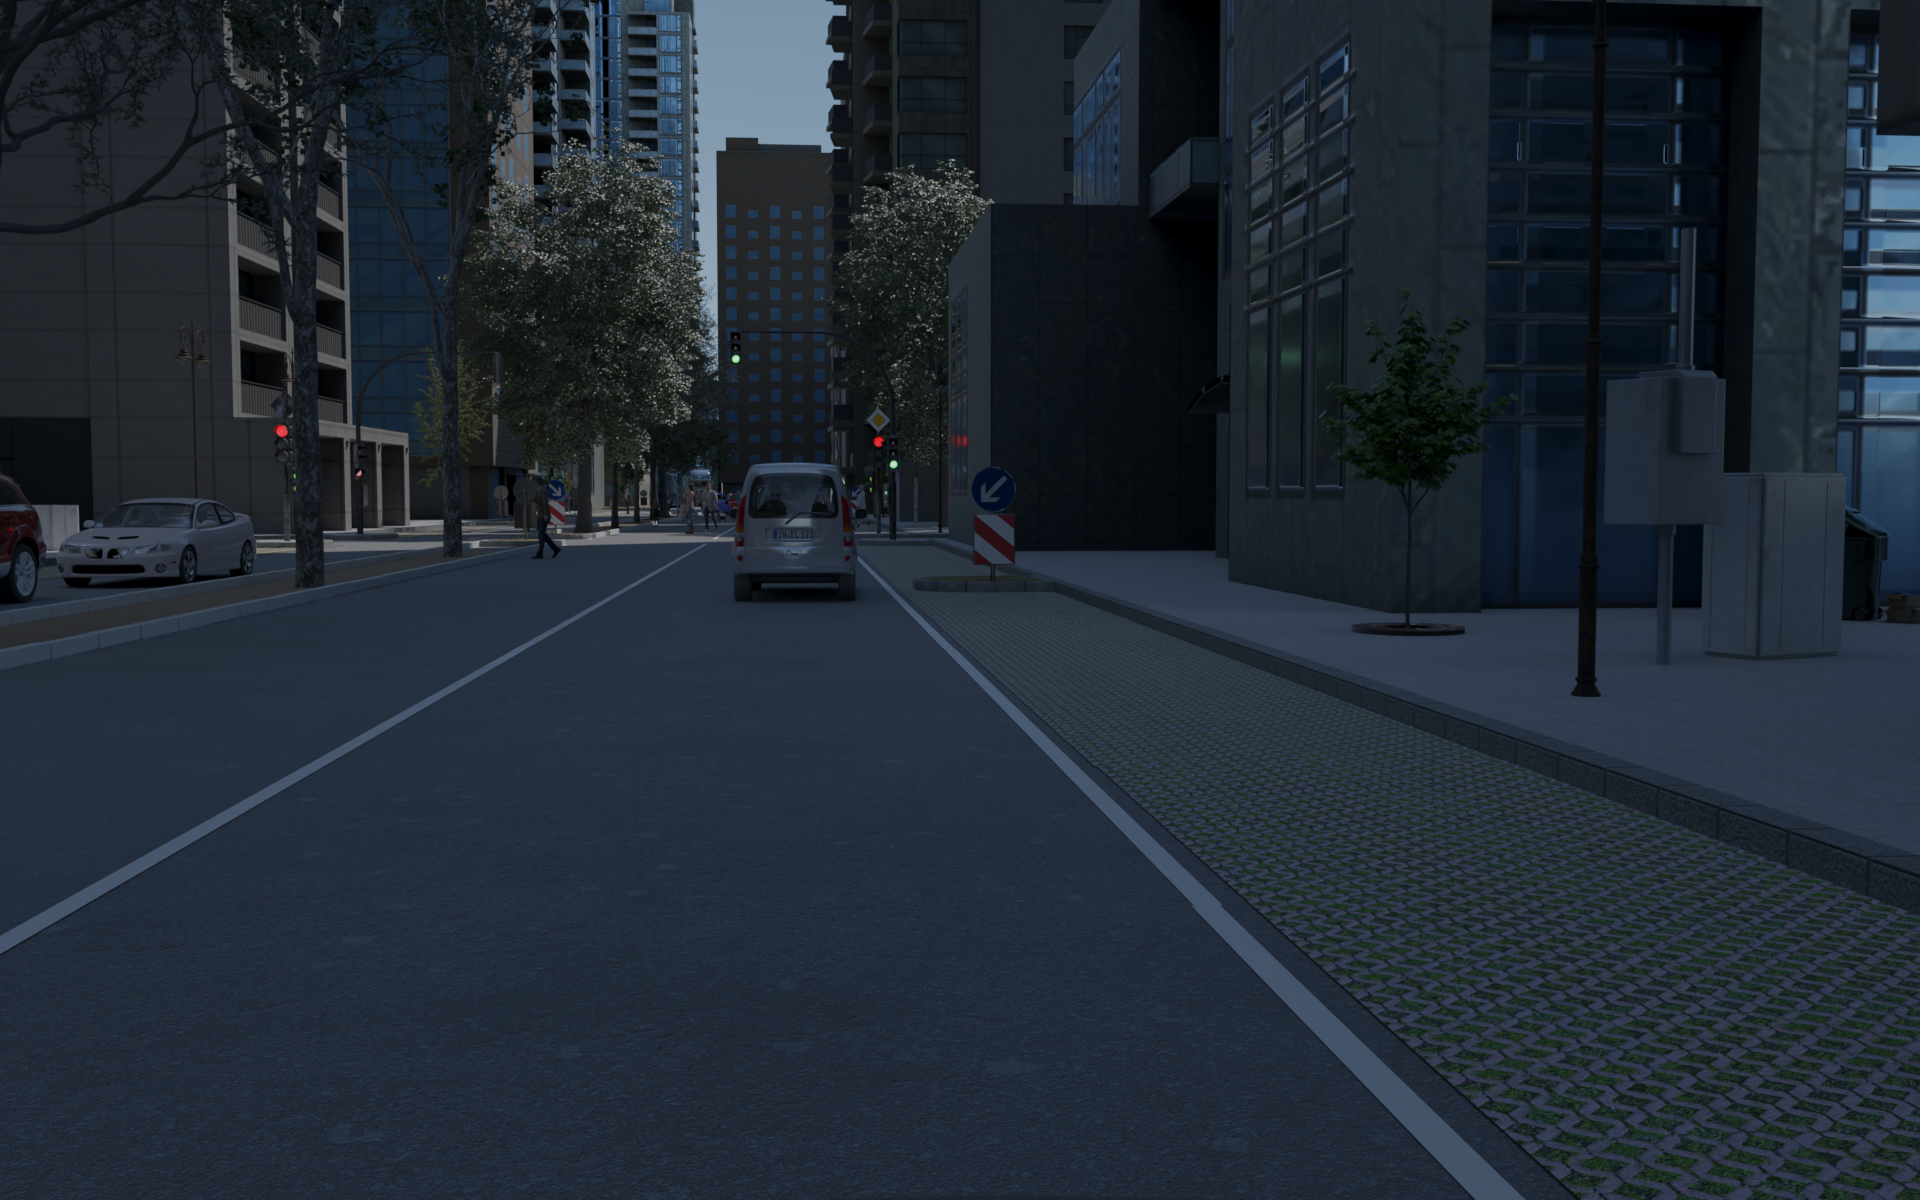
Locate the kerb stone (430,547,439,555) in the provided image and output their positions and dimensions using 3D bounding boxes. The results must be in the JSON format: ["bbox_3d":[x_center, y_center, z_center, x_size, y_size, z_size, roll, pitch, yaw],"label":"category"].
[{"bbox_3d":[-12.511,-1.141,40.856,0.120,0.150,1.000,0,4,-5],"label":"kerb stone"}]

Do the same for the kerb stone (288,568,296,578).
[{"bbox_3d":[-11.433,-0.454,29.611,0.120,0.150,1.000,0,4,-5],"label":"kerb stone"}]

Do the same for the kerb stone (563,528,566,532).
[{"bbox_3d":[-14.719,-2.543,63.809,0.120,0.150,1.000,0,4,-5],"label":"kerb stone"}]

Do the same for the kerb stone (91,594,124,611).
[{"bbox_3d":[-10.645,0.050,21.449,0.120,0.150,1.000,0,4,-5],"label":"kerb stone"}]

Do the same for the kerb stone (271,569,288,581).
[{"bbox_3d":[-11.339,-0.391,28.591,0.120,0.150,1.000,0,4,-5],"label":"kerb stone"}]

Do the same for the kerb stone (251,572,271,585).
[{"bbox_3d":[-11.231,-0.329,27.572,0.120,0.150,1.000,0,4,-5],"label":"kerb stone"}]

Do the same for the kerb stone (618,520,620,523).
[{"bbox_3d":[-16.584,-3.726,83.195,0.120,0.150,1.000,0,4,-5],"label":"kerb stone"}]

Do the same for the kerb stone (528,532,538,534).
[{"bbox_3d":[-14.033,-2.108,56.664,0.120,0.150,1.000,0,4,-5],"label":"kerb stone"}]

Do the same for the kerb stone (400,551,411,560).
[{"bbox_3d":[-12.218,-0.954,37.790,0.120,0.150,1.000,0,4,-5],"label":"kerb stone"}]

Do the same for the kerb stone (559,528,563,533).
[{"bbox_3d":[-14.617,-2.482,62.789,0.120,0.150,1.000,0,4,-5],"label":"kerb stone"}]

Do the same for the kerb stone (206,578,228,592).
[{"bbox_3d":[-11.043,-0.203,25.522,0.120,0.150,1.000,0,4,-5],"label":"kerb stone"}]

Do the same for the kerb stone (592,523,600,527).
[{"bbox_3d":[-15.810,-3.232,75.042,0.120,0.150,1.000,0,4,-5],"label":"kerb stone"}]

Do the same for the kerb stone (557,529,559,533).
[{"bbox_3d":[-14.523,-2.421,61.771,0.120,0.150,1.000,0,4,-5],"label":"kerb stone"}]

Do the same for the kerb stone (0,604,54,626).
[{"bbox_3d":[-10.454,0.171,19.398,0.120,0.150,1.000,0,4,-5],"label":"kerb stone"}]

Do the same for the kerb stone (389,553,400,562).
[{"bbox_3d":[-12.118,-0.889,36.770,0.120,0.150,1.000,0,4,-5],"label":"kerb stone"}]

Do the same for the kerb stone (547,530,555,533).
[{"bbox_3d":[-14.427,-2.356,60.751,0.120,0.150,1.000,0,4,-5],"label":"kerb stone"}]

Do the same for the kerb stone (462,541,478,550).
[{"bbox_3d":[-13.010,-1.454,45.962,0.120,0.150,1.000,0,4,-5],"label":"kerb stone"}]

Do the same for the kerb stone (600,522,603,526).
[{"bbox_3d":[-15.895,-3.295,76.061,0.120,0.150,1.000,0,4,-5],"label":"kerb stone"}]

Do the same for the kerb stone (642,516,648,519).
[{"bbox_3d":[-18.149,-4.730,99.524,0.120,0.150,1.000,0,4,-5],"label":"kerb stone"}]

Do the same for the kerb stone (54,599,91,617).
[{"bbox_3d":[-10.550,0.108,20.424,0.120,0.150,1.000,0,4,-5],"label":"kerb stone"}]

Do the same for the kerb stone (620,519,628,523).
[{"bbox_3d":[-16.979,-3.980,87.265,0.120,0.150,1.000,0,4,-5],"label":"kerb stone"}]

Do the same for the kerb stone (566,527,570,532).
[{"bbox_3d":[-14.819,-2.608,64.830,0.120,0.150,1.000,0,4,-5],"label":"kerb stone"}]

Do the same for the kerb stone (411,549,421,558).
[{"bbox_3d":[-12.316,-1.015,38.817,0.120,0.150,1.000,0,4,-5],"label":"kerb stone"}]

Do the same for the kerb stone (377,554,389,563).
[{"bbox_3d":[-12.022,-0.828,35.736,0.120,0.150,1.000,0,4,-5],"label":"kerb stone"}]

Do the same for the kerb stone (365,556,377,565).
[{"bbox_3d":[-11.923,-0.766,34.712,0.120,0.150,1.000,0,4,-5],"label":"kerb stone"}]

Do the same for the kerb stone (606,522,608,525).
[{"bbox_3d":[-16.093,-3.417,78.099,0.120,0.150,1.000,0,4,-5],"label":"kerb stone"}]

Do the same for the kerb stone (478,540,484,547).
[{"bbox_3d":[-13.102,-1.512,46.980,0.120,0.150,1.000,0,4,-5],"label":"kerb stone"}]

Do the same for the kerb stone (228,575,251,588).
[{"bbox_3d":[-11.137,-0.265,26.554,0.120,0.150,1.000,0,4,-5],"label":"kerb stone"}]

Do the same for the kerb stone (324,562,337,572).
[{"bbox_3d":[-11.630,-0.578,31.647,0.120,0.150,1.000,0,4,-5],"label":"kerb stone"}]

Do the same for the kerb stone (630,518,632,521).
[{"bbox_3d":[-17.170,-4.104,89.300,0.120,0.150,1.000,0,4,-5],"label":"kerb stone"}]

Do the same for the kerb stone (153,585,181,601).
[{"bbox_3d":[-10.845,-0.079,23.486,0.120,0.150,1.000,0,4,-5],"label":"kerb stone"}]

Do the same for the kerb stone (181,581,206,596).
[{"bbox_3d":[-10.938,-0.141,24.505,0.120,0.150,1.000,0,4,-5],"label":"kerb stone"}]

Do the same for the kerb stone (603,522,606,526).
[{"bbox_3d":[-15.998,-3.356,77.081,0.120,0.150,1.000,0,4,-5],"label":"kerb stone"}]

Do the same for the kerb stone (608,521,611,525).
[{"bbox_3d":[-16.188,-3.477,79.117,0.120,0.150,1.000,0,4,-5],"label":"kerb stone"}]

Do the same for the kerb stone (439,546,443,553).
[{"bbox_3d":[-12.612,-1.204,41.875,0.120,0.150,1.000,0,4,-5],"label":"kerb stone"}]

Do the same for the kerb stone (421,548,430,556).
[{"bbox_3d":[-12.422,-1.079,39.838,0.120,0.150,1.000,0,4,-5],"label":"kerb stone"}]

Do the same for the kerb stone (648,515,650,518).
[{"bbox_3d":[-18.257,-4.792,100.545,0.120,0.150,1.000,0,4,-5],"label":"kerb stone"}]

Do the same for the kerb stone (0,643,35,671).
[{"bbox_3d":[-7.876,0.472,14.471,0.120,0.150,1.000,0,4,-5],"label":"kerb stone"}]

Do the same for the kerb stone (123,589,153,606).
[{"bbox_3d":[-10.748,-0.017,22.467,0.120,0.150,1.000,0,4,-5],"label":"kerb stone"}]

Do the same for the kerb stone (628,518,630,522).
[{"bbox_3d":[-17.069,-4.036,88.283,0.120,0.150,1.000,0,4,-5],"label":"kerb stone"}]

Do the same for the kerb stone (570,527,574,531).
[{"bbox_3d":[-14.916,-2.666,65.848,0.120,0.150,1.000,0,4,-5],"label":"kerb stone"}]

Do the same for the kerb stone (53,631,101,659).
[{"bbox_3d":[-7.969,0.418,15.489,0.120,0.150,1.000,0,4,-5],"label":"kerb stone"}]

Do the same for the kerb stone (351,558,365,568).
[{"bbox_3d":[-11.819,-0.703,33.696,0.120,0.150,1.000,0,4,-5],"label":"kerb stone"}]

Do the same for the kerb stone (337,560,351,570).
[{"bbox_3d":[-11.729,-0.640,32.664,0.120,0.150,1.000,0,4,-5],"label":"kerb stone"}]

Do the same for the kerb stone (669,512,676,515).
[{"bbox_3d":[-20.412,-6.165,122.992,0.120,0.150,1.000,0,4,-5],"label":"kerb stone"}]
